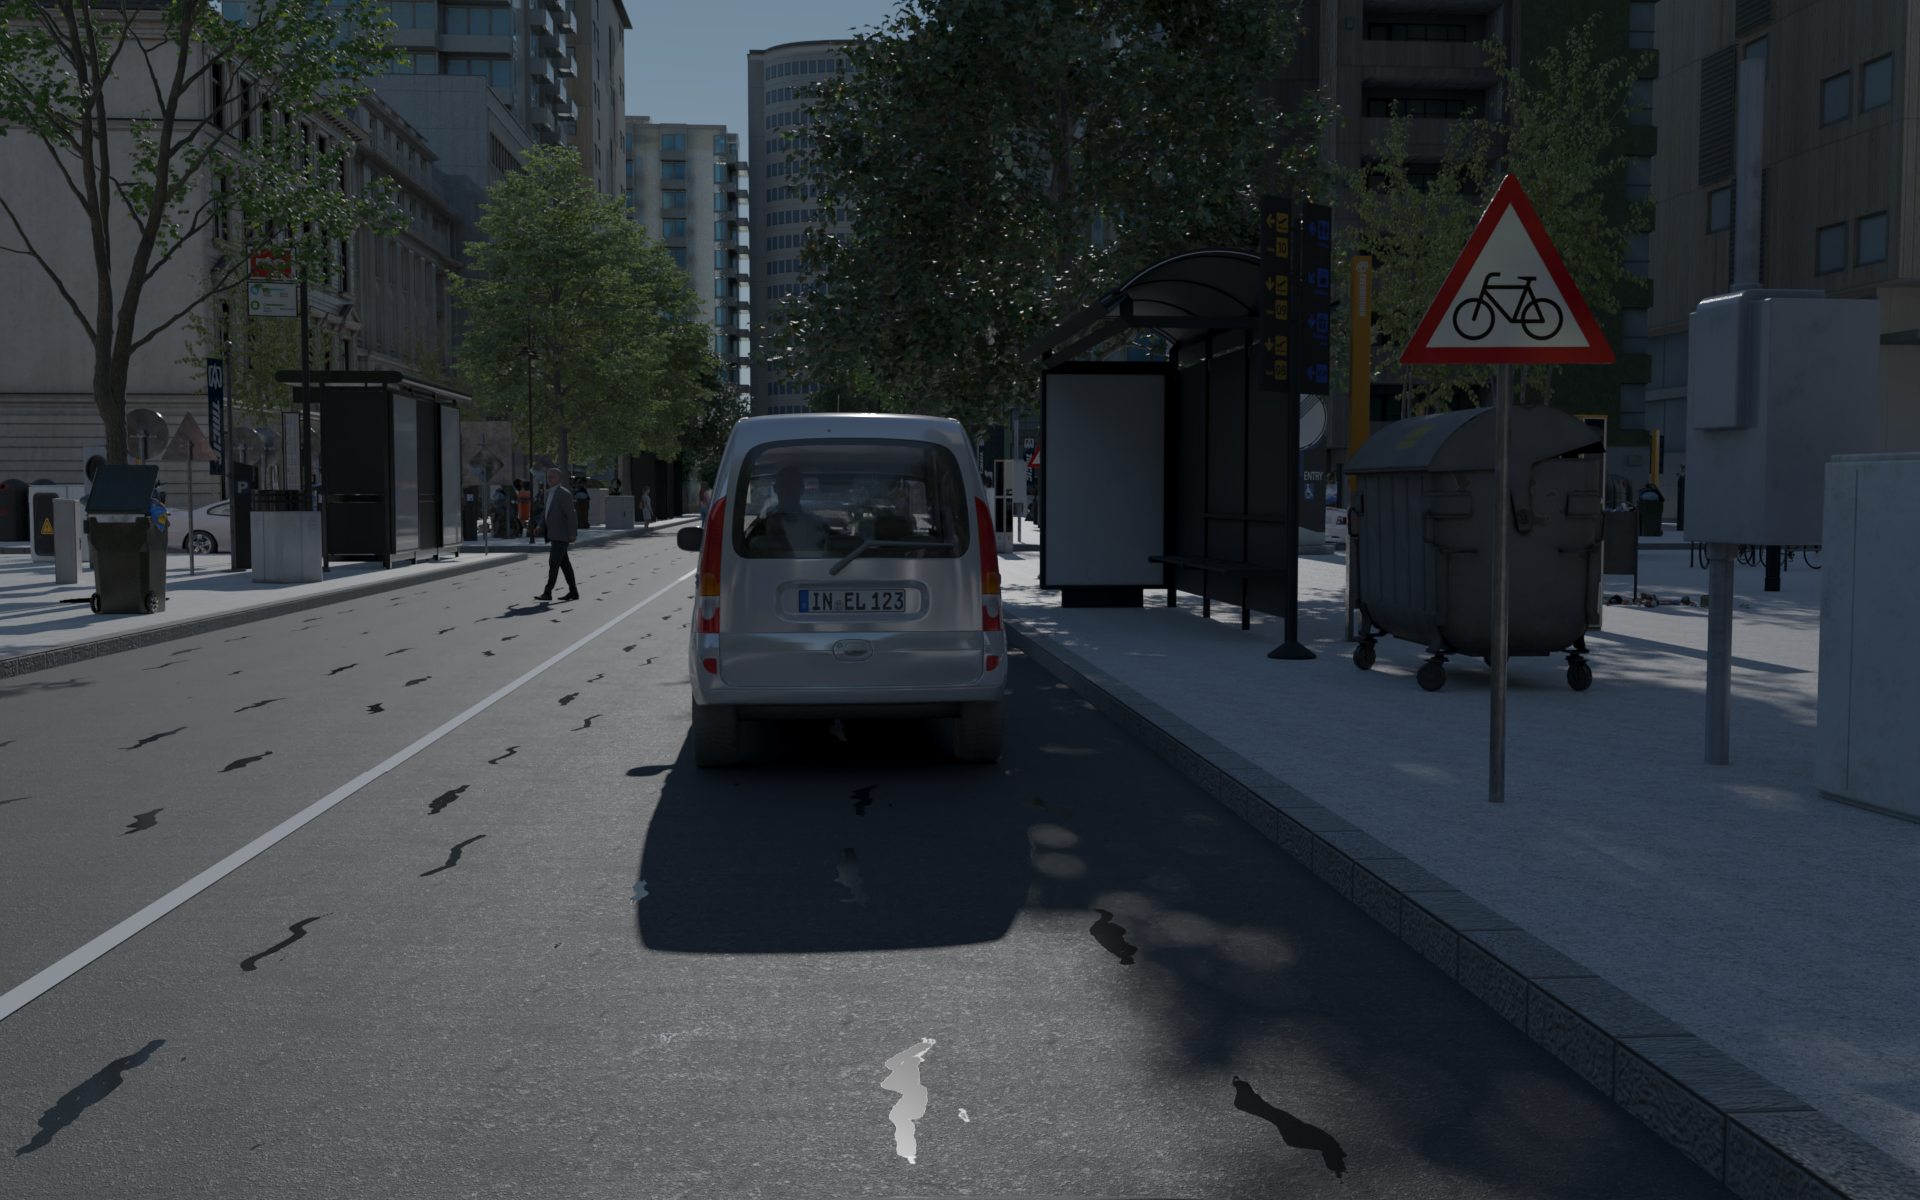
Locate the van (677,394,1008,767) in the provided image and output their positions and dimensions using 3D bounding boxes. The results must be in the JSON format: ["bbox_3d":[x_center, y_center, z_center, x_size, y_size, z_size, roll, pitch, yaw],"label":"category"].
[{"bbox_3d":[-0.739,-0.216,10.536,2.013,2.044,4.112,0,4,-6],"label":"van"}]

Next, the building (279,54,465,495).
[{"bbox_3d":[-33.527,-14.911,85.592,13.314,21.916,24.055,0,4,-5],"label":"building"}]

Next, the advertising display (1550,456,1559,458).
[{"bbox_3d":[7.772,-1.128,23.660,0.974,1.923,0.123,-1,4,-12],"label":"advertising display"}]

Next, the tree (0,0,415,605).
[{"bbox_3d":[-9.900,-5.773,20.139,9.928,11.665,9.643,0,3,0],"label":"tree"}]

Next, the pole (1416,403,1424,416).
[{"bbox_3d":[10.297,-2.752,38.842,0.158,3.312,0.155,0,3,0],"label":"pole"}]

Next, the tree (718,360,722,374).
[{"bbox_3d":[-13.512,-9.414,72.039,7.486,12.596,7.792,0,3,0],"label":"tree"}]

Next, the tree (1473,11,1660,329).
[{"bbox_3d":[8.997,-4.706,27.307,4.737,8.622,4.395,0,3,0],"label":"tree"}]

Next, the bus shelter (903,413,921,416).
[{"bbox_3d":[-2.801,-6.482,83.611,2.179,5.291,8.768,0,4,-5],"label":"bus shelter"}]

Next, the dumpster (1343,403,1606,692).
[{"bbox_3d":[3.515,-0.377,11.927,1.264,1.857,1.865,0,4,-5],"label":"dumpster"}]

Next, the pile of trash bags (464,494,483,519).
[{"bbox_3d":[-25.042,-4.824,88.632,1.912,1.369,3.447,0,4,-8],"label":"pile of trash bags"}]

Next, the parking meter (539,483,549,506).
[{"bbox_3d":[-18.774,-4.437,78.257,0.255,1.863,0.399,3,4,37],"label":"parking meter"}]

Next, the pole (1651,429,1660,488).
[{"bbox_3d":[21.908,-3.716,54.601,0.158,3.312,0.155,0,3,0],"label":"pole"}]

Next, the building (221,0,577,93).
[{"bbox_3d":[-41.377,-31.326,131.792,23.786,49.044,30.456,0,4,-5],"label":"building"}]

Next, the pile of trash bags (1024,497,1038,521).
[{"bbox_3d":[4.508,-4.357,80.987,1.912,1.369,3.447,-2,4,-30],"label":"pile of trash bags"}]

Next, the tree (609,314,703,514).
[{"bbox_3d":[-17.691,-11.835,110.512,9.611,12.733,9.660,0,3,0],"label":"tree"}]

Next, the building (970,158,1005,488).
[{"bbox_3d":[12.228,-51.536,155.285,22.319,86.520,31.000,0,4,-5],"label":"building"}]

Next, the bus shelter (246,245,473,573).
[{"bbox_3d":[-10.634,-3.251,30.792,2.179,5.291,8.768,0,4,-5],"label":"bus shelter"}]

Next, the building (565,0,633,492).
[{"bbox_3d":[-46.631,-35.316,166.657,27.495,52.752,28.713,0,4,-5],"label":"building"}]

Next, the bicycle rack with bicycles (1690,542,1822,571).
[{"bbox_3d":[13.775,-1.012,29.936,2.925,0.926,2.852,-2,4,-30],"label":"bicycle rack with bicycles"}]

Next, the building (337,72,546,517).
[{"bbox_3d":[-33.464,-17.707,107.536,12.078,24.808,19.932,0,4,-5],"label":"building"}]

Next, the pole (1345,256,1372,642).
[{"bbox_3d":[3.445,-1.293,14.976,0.158,3.312,0.155,0,3,0],"label":"pole"}]

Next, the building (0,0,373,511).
[{"bbox_3d":[-29.145,-12.148,63.248,10.561,19.102,19.286,0,4,-5],"label":"building"}]

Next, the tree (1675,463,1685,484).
[{"bbox_3d":[26.094,-4.043,60.706,1.663,3.219,1.824,0,3,0],"label":"tree"}]

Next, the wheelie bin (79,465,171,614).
[{"bbox_3d":[-8.981,-0.659,18.684,0.980,1.594,0.693,0,4,-2],"label":"wheelie bin"}]

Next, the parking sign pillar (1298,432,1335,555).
[{"bbox_3d":[7.299,-2.971,37.045,1.447,3.967,1.447,-3,5,-44],"label":"parking sign pillar"}]

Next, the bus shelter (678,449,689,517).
[{"bbox_3d":[-15.704,-6.244,93.370,1.731,3.624,6.357,0,4,-5],"label":"bus shelter"}]

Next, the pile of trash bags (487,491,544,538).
[{"bbox_3d":[-13.191,-2.597,52.218,1.912,1.369,3.447,-1,4,-13],"label":"pile of trash bags"}]

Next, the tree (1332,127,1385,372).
[{"bbox_3d":[8.903,-5.059,33.085,4.737,8.622,4.395,0,3,0],"label":"tree"}]

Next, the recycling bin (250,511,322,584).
[{"bbox_3d":[-9.780,-0.770,25.150,0.722,1.027,0.722,2,4,35],"label":"recycling bin"}]

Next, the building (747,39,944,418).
[{"bbox_3d":[-12.924,-41.673,223.347,28.212,58.520,21.231,0,4,-5],"label":"building"}]

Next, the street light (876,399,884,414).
[{"bbox_3d":[-3.612,-6.401,77.440,0.468,5.910,1.993,0,4,-5],"label":"street light"}]

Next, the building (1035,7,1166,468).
[{"bbox_3d":[17.257,-29.738,105.823,23.786,49.044,30.456,0,4,-5],"label":"building"}]

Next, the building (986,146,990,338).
[{"bbox_3d":[5.581,-30.281,178.696,14.154,41.232,14.086,0,4,-5],"label":"building"}]

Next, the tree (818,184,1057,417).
[{"bbox_3d":[-0.384,-7.904,54.991,9.928,11.665,9.643,0,3,0],"label":"tree"}]

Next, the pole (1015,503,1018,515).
[{"bbox_3d":[3.467,-6.888,106.463,0.158,3.312,0.155,0,3,0],"label":"pole"}]

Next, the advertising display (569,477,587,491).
[{"bbox_3d":[-14.463,-3.648,64.866,0.974,1.923,0.123,-2,4,-32],"label":"advertising display"}]

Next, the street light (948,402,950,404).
[{"bbox_3d":[-0.212,-3.879,36.212,0.468,5.910,1.993,0,4,-5],"label":"street light"}]

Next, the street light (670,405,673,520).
[{"bbox_3d":[-14.547,-6.991,87.090,0.468,5.910,1.993,0,4,-5],"label":"street light"}]

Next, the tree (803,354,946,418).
[{"bbox_3d":[-4.591,-11.619,96.627,9.857,13.997,8.962,0,3,0],"label":"tree"}]

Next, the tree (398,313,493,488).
[{"bbox_3d":[-21.360,-7.397,71.301,4.737,8.622,4.395,0,3,0],"label":"tree"}]

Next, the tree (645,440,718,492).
[{"bbox_3d":[-16.968,-7.138,100.420,4.285,4.588,4.351,0,3,0],"label":"tree"}]

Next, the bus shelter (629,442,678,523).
[{"bbox_3d":[-14.486,-5.499,81.199,1.731,3.624,6.357,0,4,-5],"label":"bus shelter"}]

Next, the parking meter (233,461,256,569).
[{"bbox_3d":[-12.321,-1.471,29.759,0.399,1.863,0.255,-2,4,-31],"label":"parking meter"}]

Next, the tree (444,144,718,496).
[{"bbox_3d":[-13.522,-8.504,57.163,7.486,12.596,7.792,0,3,0],"label":"tree"}]

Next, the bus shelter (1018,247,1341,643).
[{"bbox_3d":[1.895,-1.411,17.002,2.014,3.302,5.546,0,4,-5],"label":"bus shelter"}]

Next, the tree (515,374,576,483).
[{"bbox_3d":[-23.712,-9.189,100.597,4.360,8.622,3.978,0,3,0],"label":"tree"}]

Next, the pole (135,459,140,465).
[{"bbox_3d":[-24.306,-3.514,51.305,0.158,3.312,0.155,0,3,0],"label":"pole"}]

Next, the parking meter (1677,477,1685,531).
[{"bbox_3d":[25.072,-3.328,60.124,0.255,1.863,0.399,1,4,9],"label":"parking meter"}]

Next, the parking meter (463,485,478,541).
[{"bbox_3d":[-13.340,-2.370,47.165,0.372,1.533,0.369,0,3,0],"label":"parking meter"}]

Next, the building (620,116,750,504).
[{"bbox_3d":[-42.283,-36.837,221.898,30.456,49.044,23.786,0,4,-5],"label":"building"}]

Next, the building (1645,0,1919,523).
[{"bbox_3d":[43.944,-29.565,72.623,27.495,52.752,28.713,0,4,-5],"label":"building"}]

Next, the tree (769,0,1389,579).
[{"bbox_3d":[1.531,-6.660,25.896,9.611,12.733,9.660,0,3,0],"label":"tree"}]

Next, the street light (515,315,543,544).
[{"bbox_3d":[-11.097,-4.402,44.760,0.468,5.910,1.993,0,4,-5],"label":"street light"}]

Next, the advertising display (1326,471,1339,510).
[{"bbox_3d":[10.091,-2.641,48.387,0.974,1.923,0.123,2,4,24],"label":"advertising display"}]

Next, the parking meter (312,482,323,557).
[{"bbox_3d":[-13.123,-1.650,35.389,0.372,1.533,0.369,0,3,0],"label":"parking meter"}]

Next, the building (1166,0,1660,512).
[{"bbox_3d":[15.818,-17.877,63.984,14.107,30.474,14.160,0,4,-5],"label":"building"}]

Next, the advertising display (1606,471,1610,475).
[{"bbox_3d":[18.163,-2.709,49.499,0.123,1.923,0.974,-1,4,-22],"label":"advertising display"}]

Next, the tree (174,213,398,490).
[{"bbox_3d":[-18.085,-5.810,45.357,4.737,8.622,4.395,0,3,0],"label":"tree"}]
